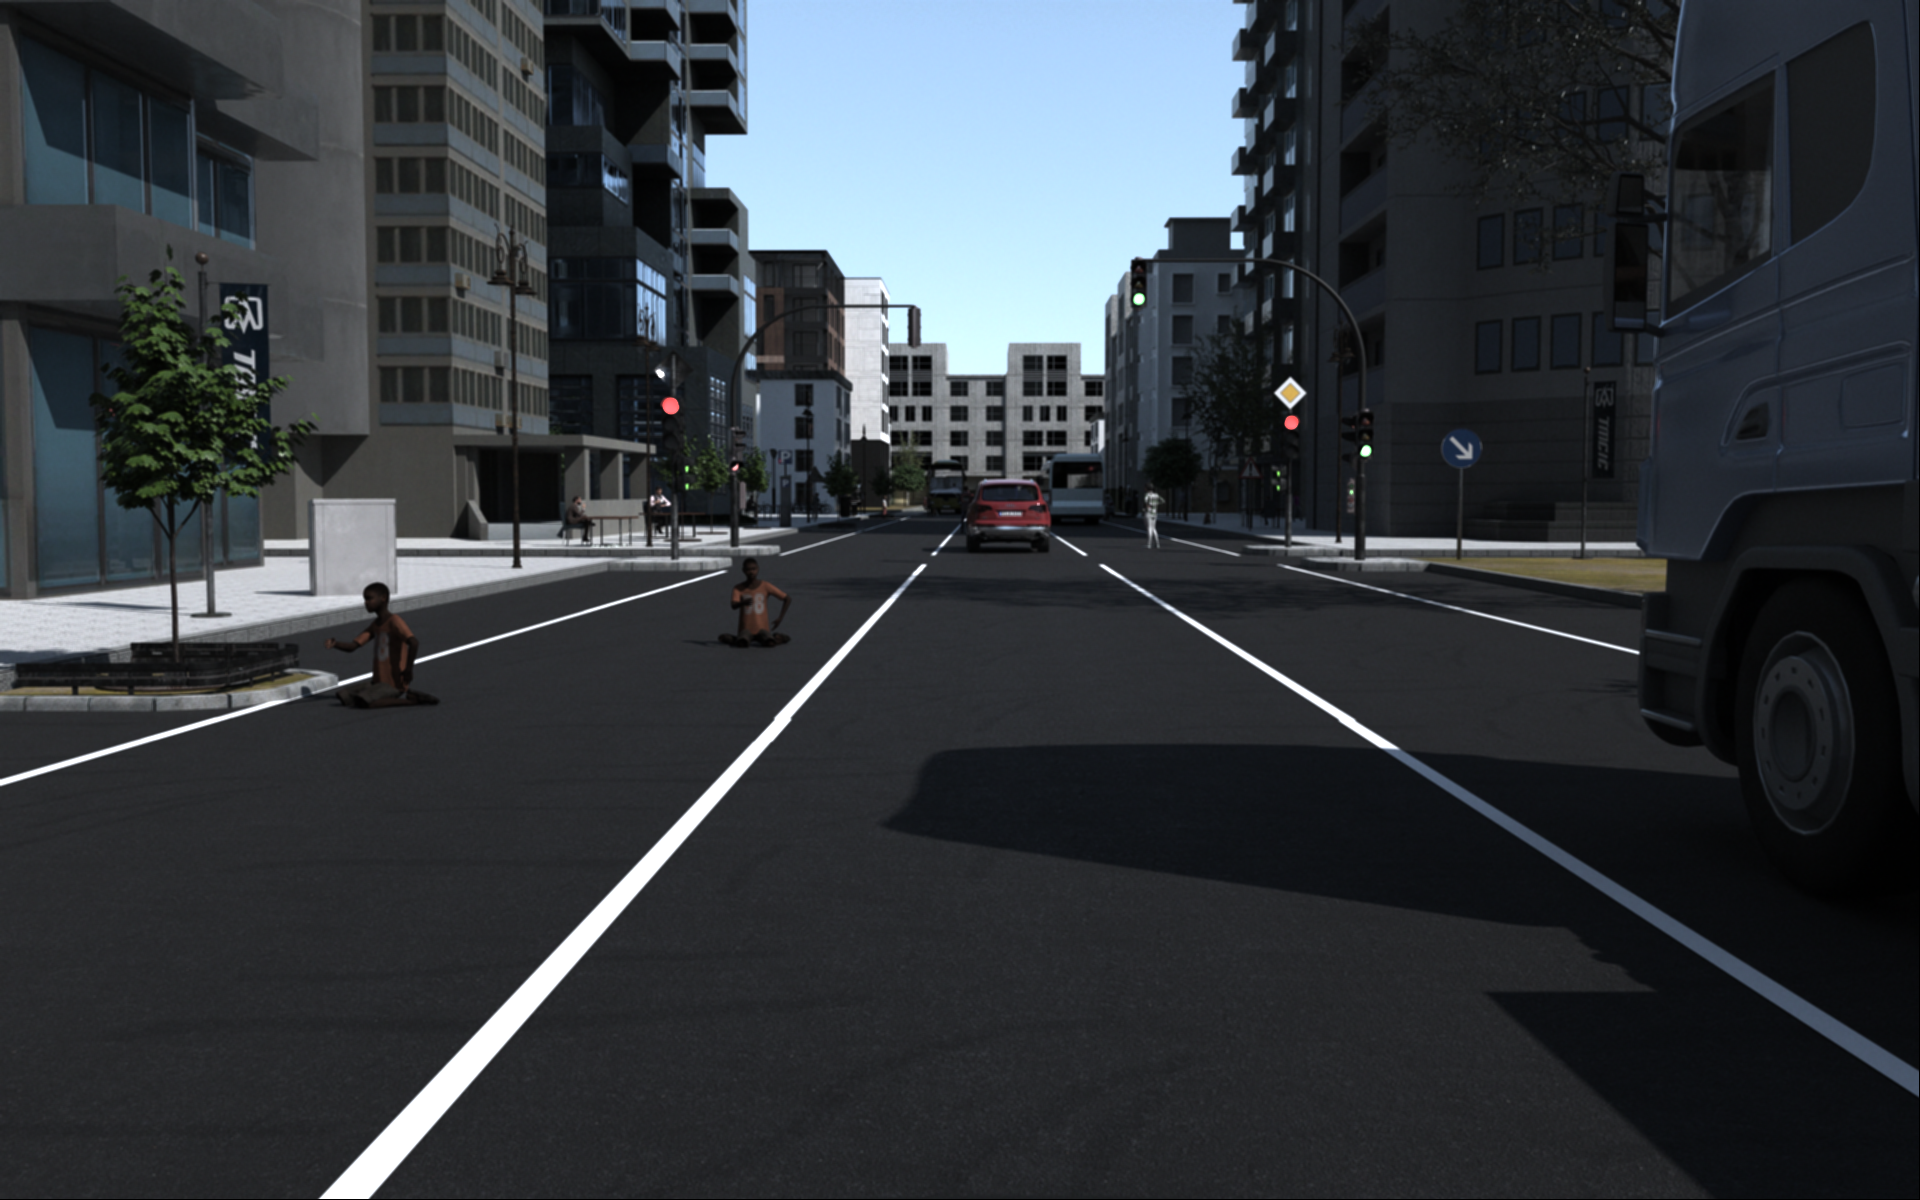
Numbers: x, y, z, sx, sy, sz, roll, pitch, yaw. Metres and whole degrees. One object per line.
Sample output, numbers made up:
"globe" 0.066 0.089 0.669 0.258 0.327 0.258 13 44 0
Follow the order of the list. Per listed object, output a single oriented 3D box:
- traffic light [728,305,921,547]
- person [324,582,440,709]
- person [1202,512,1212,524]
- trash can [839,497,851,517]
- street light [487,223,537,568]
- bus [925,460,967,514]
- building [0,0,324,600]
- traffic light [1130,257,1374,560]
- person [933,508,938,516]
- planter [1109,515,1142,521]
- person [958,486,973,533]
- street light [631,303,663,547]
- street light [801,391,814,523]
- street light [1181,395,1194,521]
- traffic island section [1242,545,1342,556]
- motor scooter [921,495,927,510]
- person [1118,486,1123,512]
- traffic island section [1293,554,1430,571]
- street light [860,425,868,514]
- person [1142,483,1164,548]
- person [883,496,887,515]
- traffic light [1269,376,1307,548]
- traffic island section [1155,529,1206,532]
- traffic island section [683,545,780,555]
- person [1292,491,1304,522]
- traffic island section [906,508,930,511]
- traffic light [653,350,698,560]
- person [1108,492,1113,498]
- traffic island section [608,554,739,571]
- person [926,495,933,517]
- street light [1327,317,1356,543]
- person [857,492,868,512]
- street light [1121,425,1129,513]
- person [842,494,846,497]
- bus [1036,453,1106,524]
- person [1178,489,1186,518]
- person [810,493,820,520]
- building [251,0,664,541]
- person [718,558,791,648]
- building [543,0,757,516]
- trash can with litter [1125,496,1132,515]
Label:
"traffic light" -3.323 -4.100 41.695 4.771 5.953 1.251 0 4 1
"person" -3.971 0.311 11.706 0.859 0.850 0.655 3 5 42
"person" 10.350 -3.431 72.621 0.357 0.543 0.381 2 4 24
"trash can" -6.409 -5.198 96.647 0.748 1.137 0.748 0 3 0
"street light" -7.693 -3.493 29.894 0.468 5.910 1.993 0 4 1
"bus" -0.947 -8.354 128.135 2.896 3.916 12.252 0 4 0
"building" -25.208 -24.480 19.849 30.456 49.044 23.786 0 4 1
"traffic light" 5.637 -3.592 33.400 4.771 5.953 1.251 0 4 1
"person" -1.633 -5.829 114.284 0.357 0.543 0.381 -1 4 -14
"planter" 8.765 -4.422 93.442 1.991 0.319 1.994 0 4 1
"person" 0.244 -3.349 64.077 0.655 1.722 0.431 2 4 29
"street light" -7.560 -4.232 41.975 0.468 5.910 1.993 0 4 1
"street light" -6.807 -6.414 77.663 0.468 5.910 1.993 0 4 1
"street light" 10.593 -6.614 80.926 0.468 5.910 1.993 0 4 1
"traffic island section" 7.903 -1.182 41.603 2.009 0.180 2.903 0 4 1
"motor scooter" -3.035 -8.618 153.683 0.815 1.314 1.986 0 4 2
"person" 11.287 -7.101 121.773 0.705 1.869 1.348 1 4 9
"traffic island section" 7.770 -0.693 33.619 2.009 0.180 2.903 0 4 1
"street light" -6.271 -8.602 113.425 0.468 5.910 1.993 0 4 1
"person" 5.059 -2.245 45.928 0.841 1.734 0.376 -3 5 -43
"person" -4.234 -5.241 98.105 0.340 1.345 0.435 -1 4 -12
"traffic light" 7.863 -3.215 41.490 0.839 4.253 0.868 0 4 1
"traffic island section" 8.318 -2.654 66.265 1.991 0.108 1.994 0 4 1
"traffic island section" -5.456 -1.196 41.831 2.009 0.180 2.903 0 4 1
"person" 15.621 -4.312 79.782 0.726 1.435 0.776 -3 5 -39
"traffic island section" -3.427 -7.385 143.617 1.991 0.108 1.994 0 4 1
"traffic light" -5.550 -2.739 33.711 0.839 4.253 0.868 0 4 1
"person" 12.767 -8.547 148.979 0.799 1.438 0.628 0 4 3
"traffic island section" -5.590 -0.707 33.847 2.009 0.180 2.903 0 4 1
"person" -1.907 -5.881 108.562 0.435 1.345 0.340 -1 4 -13
"street light" 9.969 -4.443 45.434 0.468 5.910 1.993 0 4 1
"person" -7.145 -7.084 125.060 0.799 1.438 0.628 -2 4 -34
"street light" 11.105 -8.774 116.242 0.468 5.910 1.993 0 4 1
"person" -6.747 -5.685 101.199 0.569 1.553 0.471 -3 5 -43
"bus" 5.391 -5.516 85.045 2.948 3.499 13.247 0 4 1
"person" 11.768 -5.106 91.584 0.319 1.574 0.516 -3 5 -42
"person" -7.275 -4.693 86.685 0.340 1.345 0.435 3 5 44
"building" -26.942 -22.204 54.912 32.217 40.220 23.993 0 4 1
"person" -1.906 0.031 16.272 0.859 0.850 0.655 0 4 -8
"building" -21.927 -47.473 88.851 22.319 86.520 31.000 0 4 1
"trash can with litter" 10.781 -5.969 108.983 0.624 1.170 1.055 -1 4 -15
